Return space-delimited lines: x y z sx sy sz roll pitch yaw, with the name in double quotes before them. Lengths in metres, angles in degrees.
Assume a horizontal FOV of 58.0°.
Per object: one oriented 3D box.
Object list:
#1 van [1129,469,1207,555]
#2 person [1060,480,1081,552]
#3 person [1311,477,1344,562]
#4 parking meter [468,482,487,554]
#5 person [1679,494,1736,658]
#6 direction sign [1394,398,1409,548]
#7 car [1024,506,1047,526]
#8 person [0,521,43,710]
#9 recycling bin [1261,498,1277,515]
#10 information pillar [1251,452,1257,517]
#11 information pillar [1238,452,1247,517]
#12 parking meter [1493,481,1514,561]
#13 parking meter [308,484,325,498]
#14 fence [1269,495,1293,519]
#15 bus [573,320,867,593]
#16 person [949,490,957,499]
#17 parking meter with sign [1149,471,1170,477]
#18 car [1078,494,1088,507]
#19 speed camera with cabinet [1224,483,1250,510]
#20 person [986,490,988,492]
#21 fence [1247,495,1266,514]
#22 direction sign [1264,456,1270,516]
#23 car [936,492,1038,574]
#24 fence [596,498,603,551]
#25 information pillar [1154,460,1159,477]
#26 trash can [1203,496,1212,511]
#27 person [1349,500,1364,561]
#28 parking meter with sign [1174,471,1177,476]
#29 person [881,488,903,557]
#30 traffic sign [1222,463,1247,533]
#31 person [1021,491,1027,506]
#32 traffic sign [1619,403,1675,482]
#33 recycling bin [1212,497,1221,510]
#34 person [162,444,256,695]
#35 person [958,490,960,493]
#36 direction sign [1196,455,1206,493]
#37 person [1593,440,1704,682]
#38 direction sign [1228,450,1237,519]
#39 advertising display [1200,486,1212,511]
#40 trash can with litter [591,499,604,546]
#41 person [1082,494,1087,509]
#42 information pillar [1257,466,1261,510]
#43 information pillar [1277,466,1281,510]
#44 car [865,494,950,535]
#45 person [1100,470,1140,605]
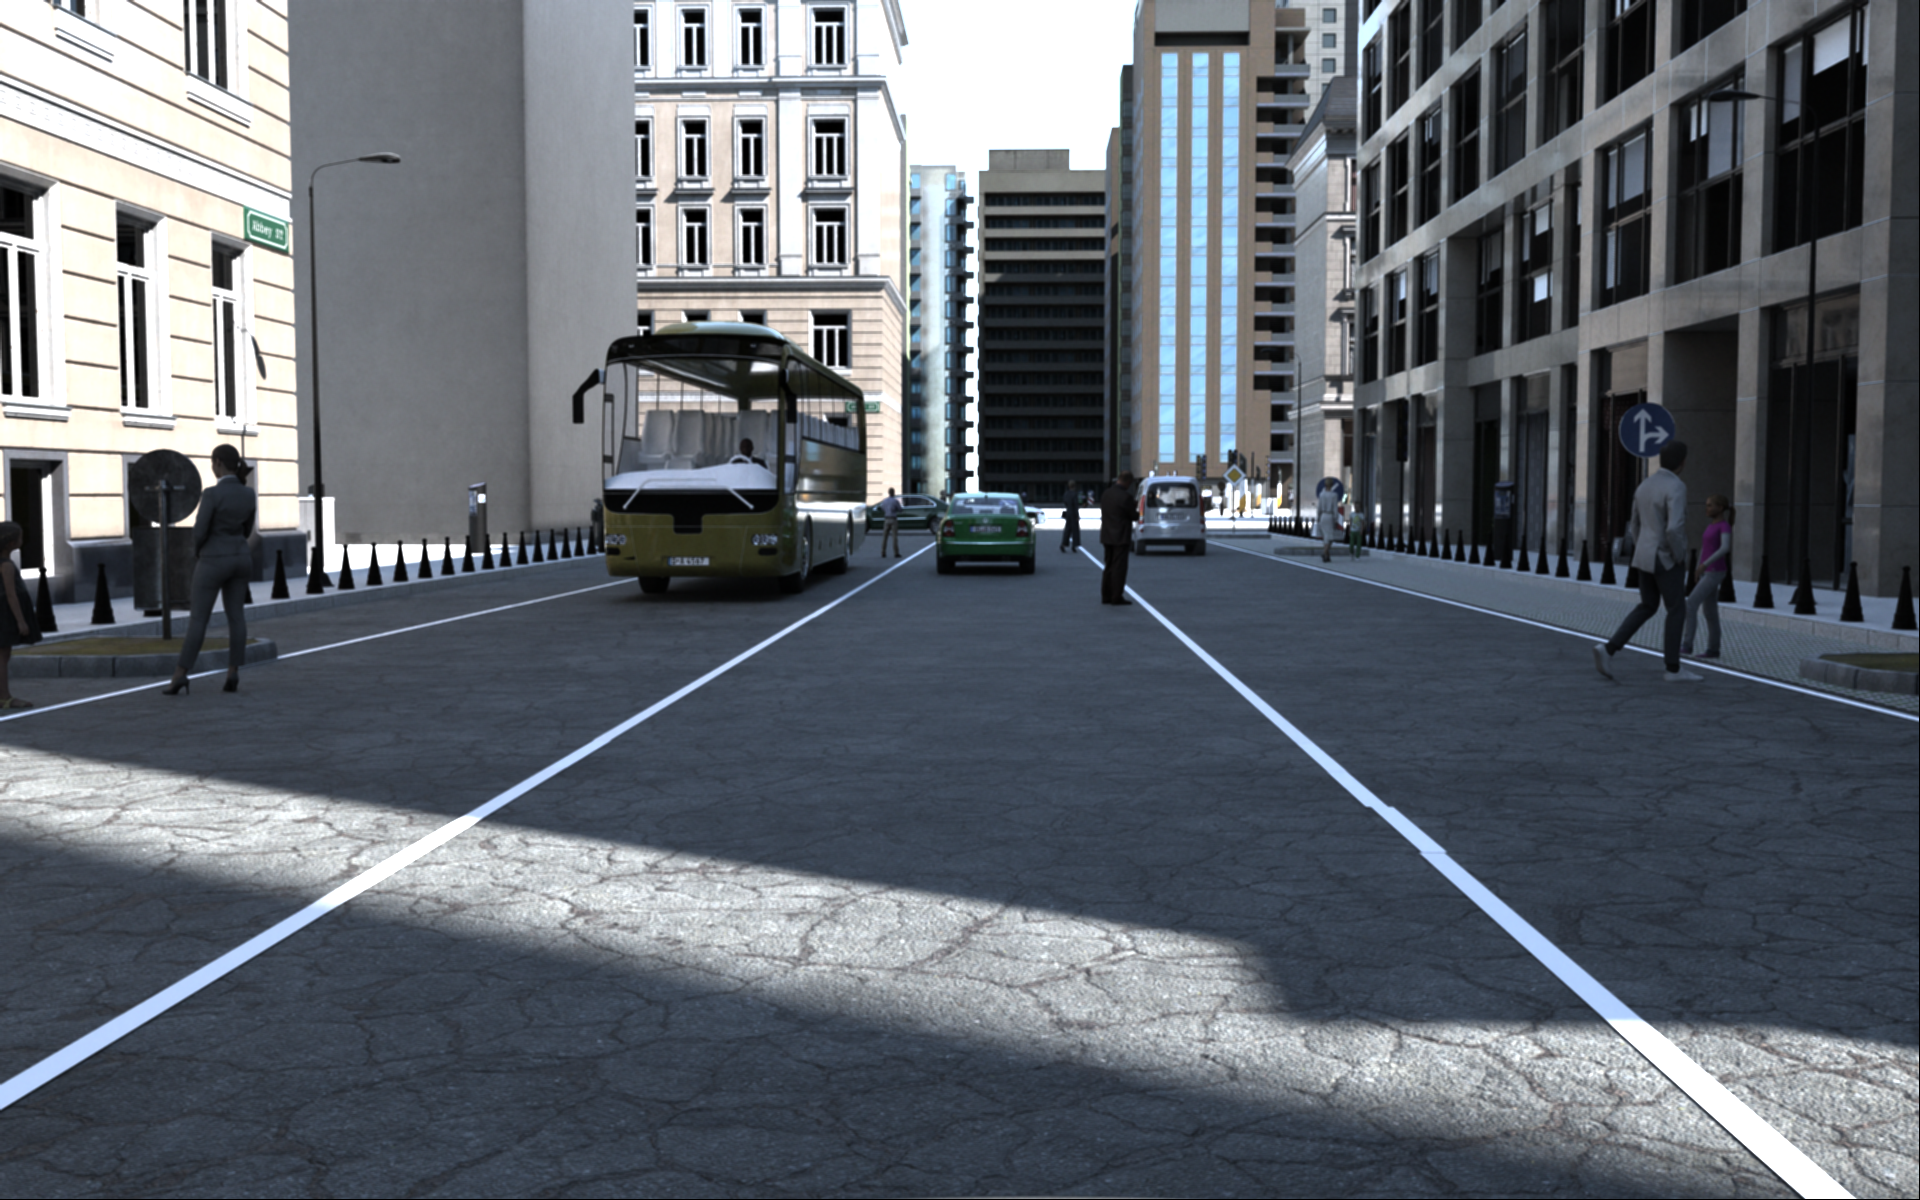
"van" 4.974 -2.131 41.853 2.013 2.044 4.112 0 4 2
"person" 2.737 -2.056 42.542 0.576 1.772 0.534 2 4 28
"person" 7.653 -1.672 36.195 0.624 1.780 0.694 -3 4 -36
"parking meter" -10.410 -1.772 37.391 0.372 1.533 0.369 0 3 0
"person" 6.333 -0.194 14.906 0.776 1.435 0.726 0 4 -1
"direction sign" 10.565 -3.023 41.420 0.379 3.537 0.876 2 4 30
"car" 1.399 -3.723 72.876 4.499 1.417 2.014 0 4 1
"person" -6.343 0.097 11.583 0.373 1.253 0.362 -2 4 -32
"recycling bin" 18.600 -5.612 104.306 0.722 1.027 0.722 -1 4 -20
"information pillar" 16.125 -6.367 95.460 0.183 3.616 0.504 1 4 13
"information pillar" 15.863 -6.472 97.178 0.183 3.616 0.504 -3 5 -42
"parking meter" 10.494 -1.530 33.433 0.372 1.533 0.369 0 3 0
"parking meter" -15.733 -2.077 42.370 0.372 1.533 0.369 0 3 0
"fence" 17.131 -4.785 89.437 2.264 1.192 0.480 0 4 1
"bus" -3.325 -2.249 28.320 2.896 3.916 12.252 0 4 2
"person" -0.475 -10.726 183.878 1.348 1.823 0.705 1 4 17
"parking meter with sign" 15.248 -8.316 132.230 1.738 3.016 0.543 -3 5 -41
"car" 13.375 -11.344 194.267 1.959 1.807 4.718 0 4 2
"speed camera with cabinet" 23.012 -9.144 143.834 2.038 3.252 0.660 0 4 -8
"person" 2.865 -10.736 183.993 0.705 1.831 1.348 -3 4 -37
"fence" 19.740 -6.210 112.732 0.480 1.192 2.264 -3 5 -42
"direction sign" 18.234 -6.773 102.735 0.379 3.537 0.876 1 4 22
"car" 0.501 -1.456 32.595 1.959 1.807 4.718 0 4 1
"fence" -8.107 -1.762 40.007 0.480 1.192 2.264 0 4 1
"information pillar" 13.308 -7.717 117.533 0.183 3.616 0.504 3 5 42
"trash can" 18.446 -7.192 129.236 0.748 1.137 0.748 0 3 0
"person" 8.419 -1.472 36.810 0.306 1.304 0.590 0 4 4
"parking meter with sign" 16.897 -8.407 133.719 1.738 3.016 0.543 0 4 -4
"person" -1.567 -1.759 39.319 0.516 1.574 0.319 2 4 26
"traffic sign" 8.952 -3.237 56.572 0.795 2.450 0.064 0 4 2
"person" 7.969 -12.653 215.246 0.709 1.838 0.599 0 4 -2
"traffic sign" 9.572 -1.475 24.219 0.768 2.556 0.104 0 4 4
"recycling bin" 21.333 -8.020 143.675 0.722 1.027 0.722 1 4 18
"person" -5.422 -0.229 12.518 0.573 1.790 0.520 1 4 8
"person" -0.077 -9.781 168.440 0.705 1.821 1.348 -1 4 -23
"direction sign" 14.038 -6.654 100.785 0.379 3.537 0.876 -2 4 -30
"person" 5.298 -0.300 13.254 0.795 1.843 0.661 0 4 -6
"direction sign" 13.912 -5.897 88.409 0.379 3.537 0.876 3 5 39
"advertising display" 18.880 -7.834 133.295 0.974 1.923 0.123 0 4 2
"trash can with litter" -8.595 -1.926 42.878 1.055 1.170 0.624 0 4 -3
"person" 11.875 -9.428 165.882 0.421 1.427 0.697 -1 4 -16
"information pillar" 24.364 -9.182 141.474 0.183 3.616 0.504 -2 4 -24
"information pillar" 26.443 -9.304 143.468 0.183 3.616 0.504 3 4 37
"car" -2.115 -3.057 61.773 4.920 1.459 2.131 0 3 0
"person" 2.094 -0.816 22.531 0.565 1.739 0.600 2 4 28
